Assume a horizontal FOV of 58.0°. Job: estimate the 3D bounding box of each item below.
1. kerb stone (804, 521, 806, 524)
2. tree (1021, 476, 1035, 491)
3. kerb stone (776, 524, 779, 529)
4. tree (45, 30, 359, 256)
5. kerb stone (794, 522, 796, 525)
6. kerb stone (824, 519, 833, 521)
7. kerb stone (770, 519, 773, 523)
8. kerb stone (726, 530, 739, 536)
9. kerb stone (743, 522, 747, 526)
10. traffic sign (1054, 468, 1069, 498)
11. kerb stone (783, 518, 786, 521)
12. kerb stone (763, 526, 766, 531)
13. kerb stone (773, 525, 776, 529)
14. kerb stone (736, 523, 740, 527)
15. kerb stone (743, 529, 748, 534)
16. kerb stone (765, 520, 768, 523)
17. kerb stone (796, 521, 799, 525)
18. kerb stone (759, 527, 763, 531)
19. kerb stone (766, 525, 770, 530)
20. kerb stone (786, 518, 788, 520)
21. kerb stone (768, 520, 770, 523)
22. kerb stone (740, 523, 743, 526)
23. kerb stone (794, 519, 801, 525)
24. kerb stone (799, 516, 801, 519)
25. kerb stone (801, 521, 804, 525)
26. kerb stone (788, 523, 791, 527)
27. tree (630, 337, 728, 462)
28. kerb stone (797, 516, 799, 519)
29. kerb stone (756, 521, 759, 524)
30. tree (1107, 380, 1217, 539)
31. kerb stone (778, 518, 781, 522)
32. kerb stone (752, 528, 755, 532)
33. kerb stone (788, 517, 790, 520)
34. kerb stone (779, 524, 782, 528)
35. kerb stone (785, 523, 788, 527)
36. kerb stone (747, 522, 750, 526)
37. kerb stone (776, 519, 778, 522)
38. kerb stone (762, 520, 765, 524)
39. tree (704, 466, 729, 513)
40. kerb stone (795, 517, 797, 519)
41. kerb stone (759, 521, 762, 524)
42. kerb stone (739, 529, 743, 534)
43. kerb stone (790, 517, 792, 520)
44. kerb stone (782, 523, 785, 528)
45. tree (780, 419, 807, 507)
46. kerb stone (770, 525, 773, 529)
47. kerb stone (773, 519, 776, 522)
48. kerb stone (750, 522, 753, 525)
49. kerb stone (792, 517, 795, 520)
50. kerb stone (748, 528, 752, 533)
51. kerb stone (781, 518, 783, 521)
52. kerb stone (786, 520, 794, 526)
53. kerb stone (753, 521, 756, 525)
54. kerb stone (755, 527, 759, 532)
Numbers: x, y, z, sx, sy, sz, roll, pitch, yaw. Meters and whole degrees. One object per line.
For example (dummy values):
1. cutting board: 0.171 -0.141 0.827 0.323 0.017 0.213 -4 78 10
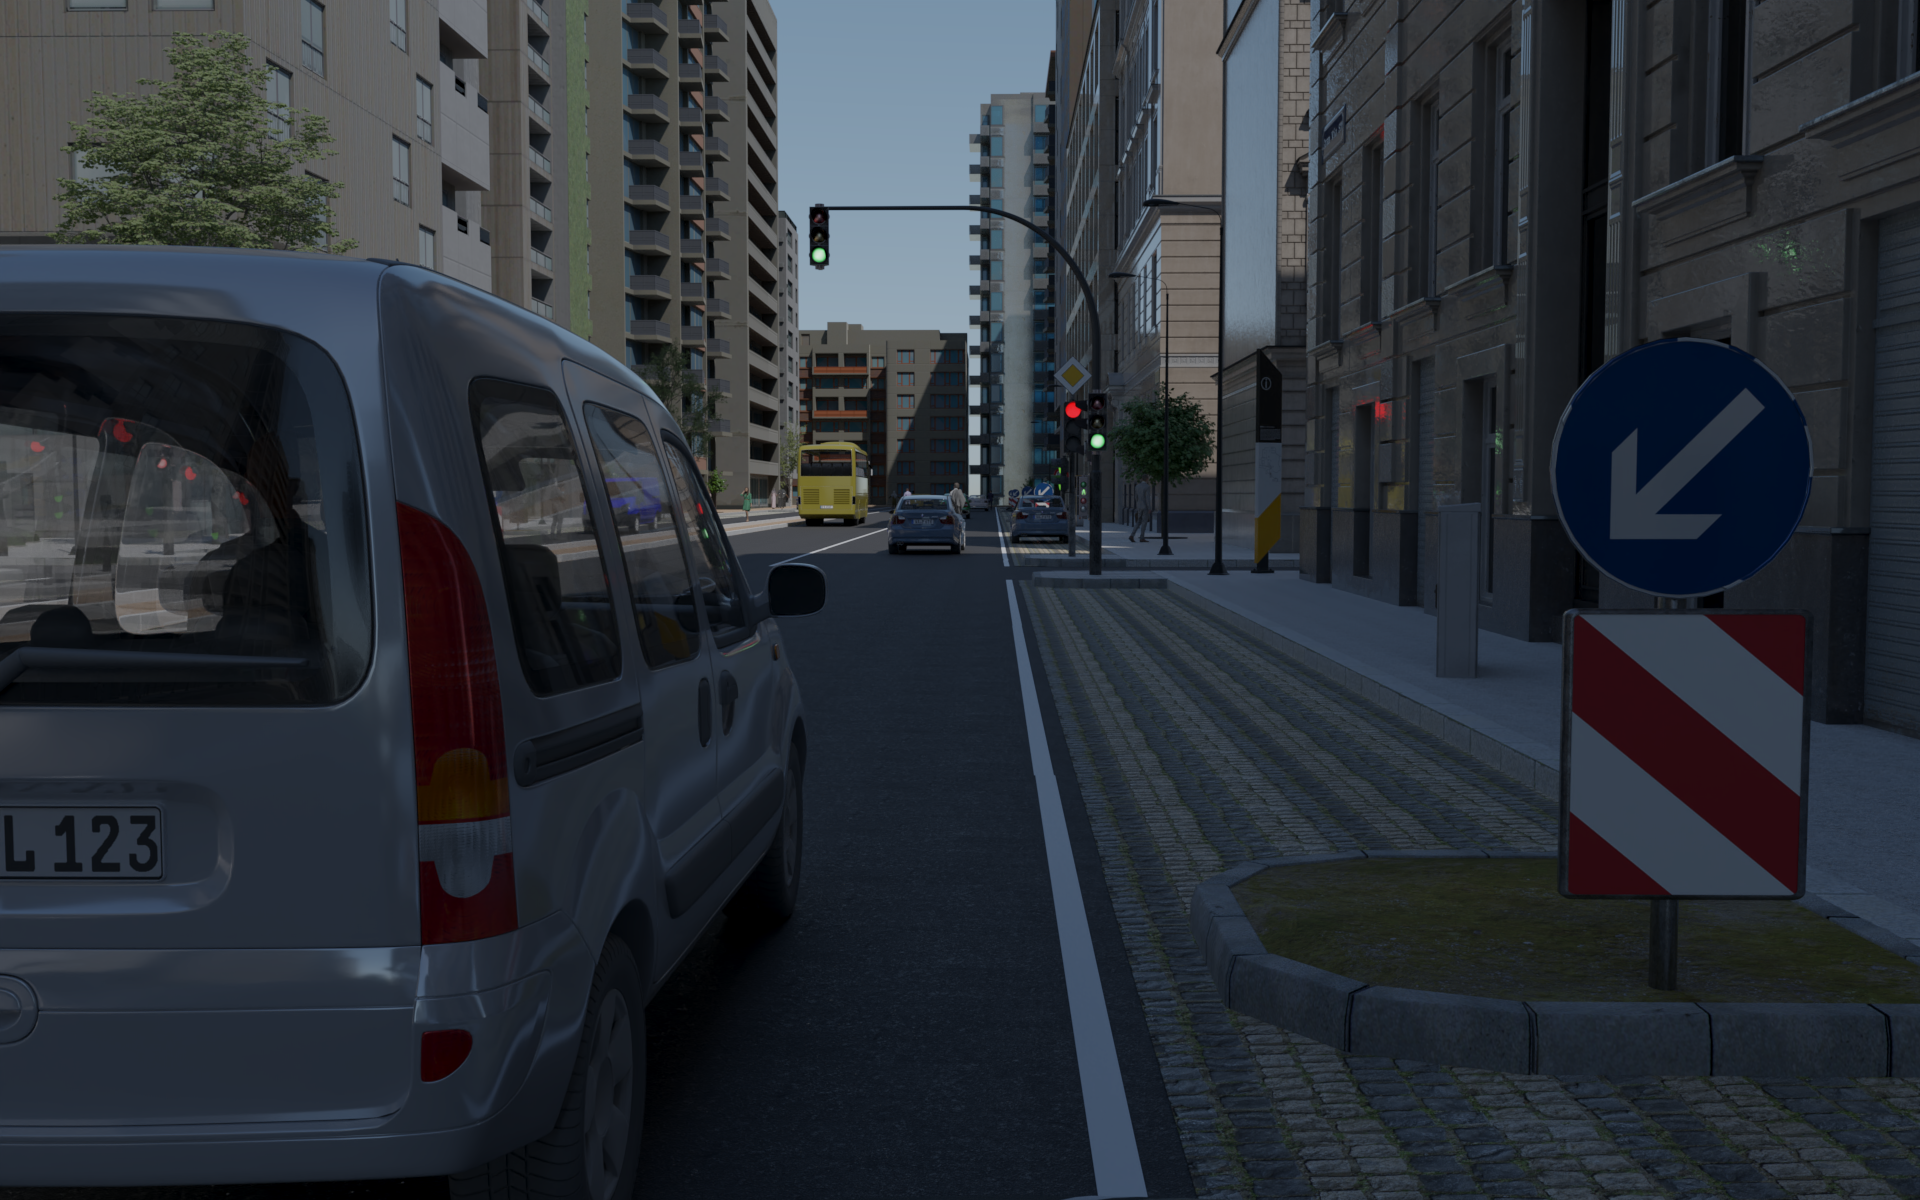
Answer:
1. kerb stone: -7.504 -3.651 81.887 0.120 0.150 1.000 0 4 1
2. tree: 7.062 -10.923 173.190 1.663 3.219 1.824 0 3 0
3. kerb stone: -7.704 -3.024 71.637 0.120 0.150 1.000 0 4 1
4. tree: -18.545 -7.614 42.612 7.486 12.596 7.792 0 3 0
5. kerb stone: -7.587 -3.399 77.787 0.120 0.150 1.000 0 4 1
6. kerb stone: -7.248 -4.466 95.231 0.120 0.150 1.000 0 4 1
7. kerb stone: -9.525 -3.903 86.005 0.120 0.150 1.000 0 4 1
8. kerb stone: -7.916 -2.334 60.356 0.120 0.150 1.000 0 4 1
9. kerb stone: -9.703 -3.337 76.761 0.120 0.150 1.000 0 4 1
10. traffic sign: 4.922 -5.133 84.023 0.768 2.556 0.104 1 4 10
11. kerb stone: -9.426 -4.216 91.125 0.120 0.150 1.000 0 4 1
12. kerb stone: -7.786 -2.773 67.541 0.120 0.150 1.000 0 4 1
13. kerb stone: -7.719 -2.961 70.615 0.120 0.150 1.000 0 4 1
14. kerb stone: -9.751 -3.212 74.708 0.120 0.150 1.000 0 4 1
15. kerb stone: -7.879 -2.458 62.404 0.120 0.150 1.000 0 4 1
16. kerb stone: -9.567 -3.777 83.950 0.120 0.150 1.000 0 4 1
17. kerb stone: -7.573 -3.463 78.810 0.120 0.150 1.000 0 4 1
18. kerb stone: -7.807 -2.710 66.519 0.120 0.150 1.000 0 4 1
19. kerb stone: -7.764 -2.832 68.563 0.120 0.150 1.000 0 4 1
20. kerb stone: -9.410 -4.279 92.151 0.120 0.150 1.000 0 4 1
21. kerb stone: -9.550 -3.840 84.981 0.120 0.150 1.000 0 4 1
22. kerb stone: -9.726 -3.275 75.739 0.120 0.150 1.000 0 4 1
23. kerb stone: -7.545 -3.520 79.832 0.120 0.150 1.000 0 4 1
24. kerb stone: -9.295 -4.655 98.305 0.120 0.150 1.000 0 4 1
25. kerb stone: -7.528 -3.588 80.857 0.120 0.150 1.000 0 4 1
26. kerb stone: -7.622 -3.272 75.742 0.120 0.150 1.000 0 4 1
27. tree: -17.676 -10.293 102.705 7.601 10.594 8.767 1 4 13
28. kerb stone: -9.309 -4.592 97.282 0.120 0.150 1.000 0 4 1
29. kerb stone: -9.627 -3.588 80.858 0.120 0.150 1.000 0 4 1
30. tree: 5.872 -4.061 50.113 4.285 4.588 4.351 0 3 0
31. kerb stone: -9.467 -4.090 89.081 0.120 0.150 1.000 0 4 1
32. kerb stone: -7.836 -2.585 64.467 0.120 0.150 1.000 0 4 1
33. kerb stone: -9.394 -4.334 93.176 0.120 0.150 1.000 0 4 1
34. kerb stone: -7.685 -3.087 72.663 0.120 0.150 1.000 0 4 1
35. kerb stone: -7.645 -3.211 74.716 0.120 0.150 1.000 0 4 1
36. kerb stone: -9.683 -3.400 77.784 0.120 0.150 1.000 0 4 1
37. kerb stone: -9.494 -4.028 88.054 0.120 0.150 1.000 0 4 1
38. kerb stone: -9.596 -3.714 82.919 0.120 0.150 1.000 0 4 1
39. tree: -16.808 -7.634 119.413 1.663 3.219 1.824 0 3 0
40. kerb stone: -9.338 -4.528 96.254 0.120 0.150 1.000 0 4 1
41. kerb stone: -9.609 -3.644 81.888 0.120 0.150 1.000 0 4 1
42. kerb stone: -7.905 -2.396 61.382 0.120 0.150 1.000 0 4 1
43. kerb stone: -9.370 -4.404 94.207 0.120 0.150 1.000 0 4 1
44. kerb stone: -7.663 -3.143 73.685 0.120 0.150 1.000 0 4 1
45. tree: -16.654 -13.360 168.798 4.737 8.622 4.395 0 3 0
46. kerb stone: -7.748 -2.899 69.593 0.120 0.150 1.000 0 4 1
47. kerb stone: -9.504 -3.961 87.032 0.120 0.150 1.000 0 4 1
48. kerb stone: -9.665 -3.462 78.807 0.120 0.150 1.000 0 4 1
49. kerb stone: -9.349 -4.467 95.230 0.120 0.150 1.000 0 4 1
50. kerb stone: -7.855 -2.522 63.428 0.120 0.150 1.000 0 4 1
51. kerb stone: -9.453 -4.153 90.103 0.120 0.150 1.000 0 4 1
52. kerb stone: -7.602 -3.338 76.764 0.120 0.150 1.000 0 4 1
53. kerb stone: -9.643 -3.525 79.829 0.120 0.150 1.000 0 4 1
54. kerb stone: -7.826 -2.646 65.494 0.120 0.150 1.000 0 4 1
